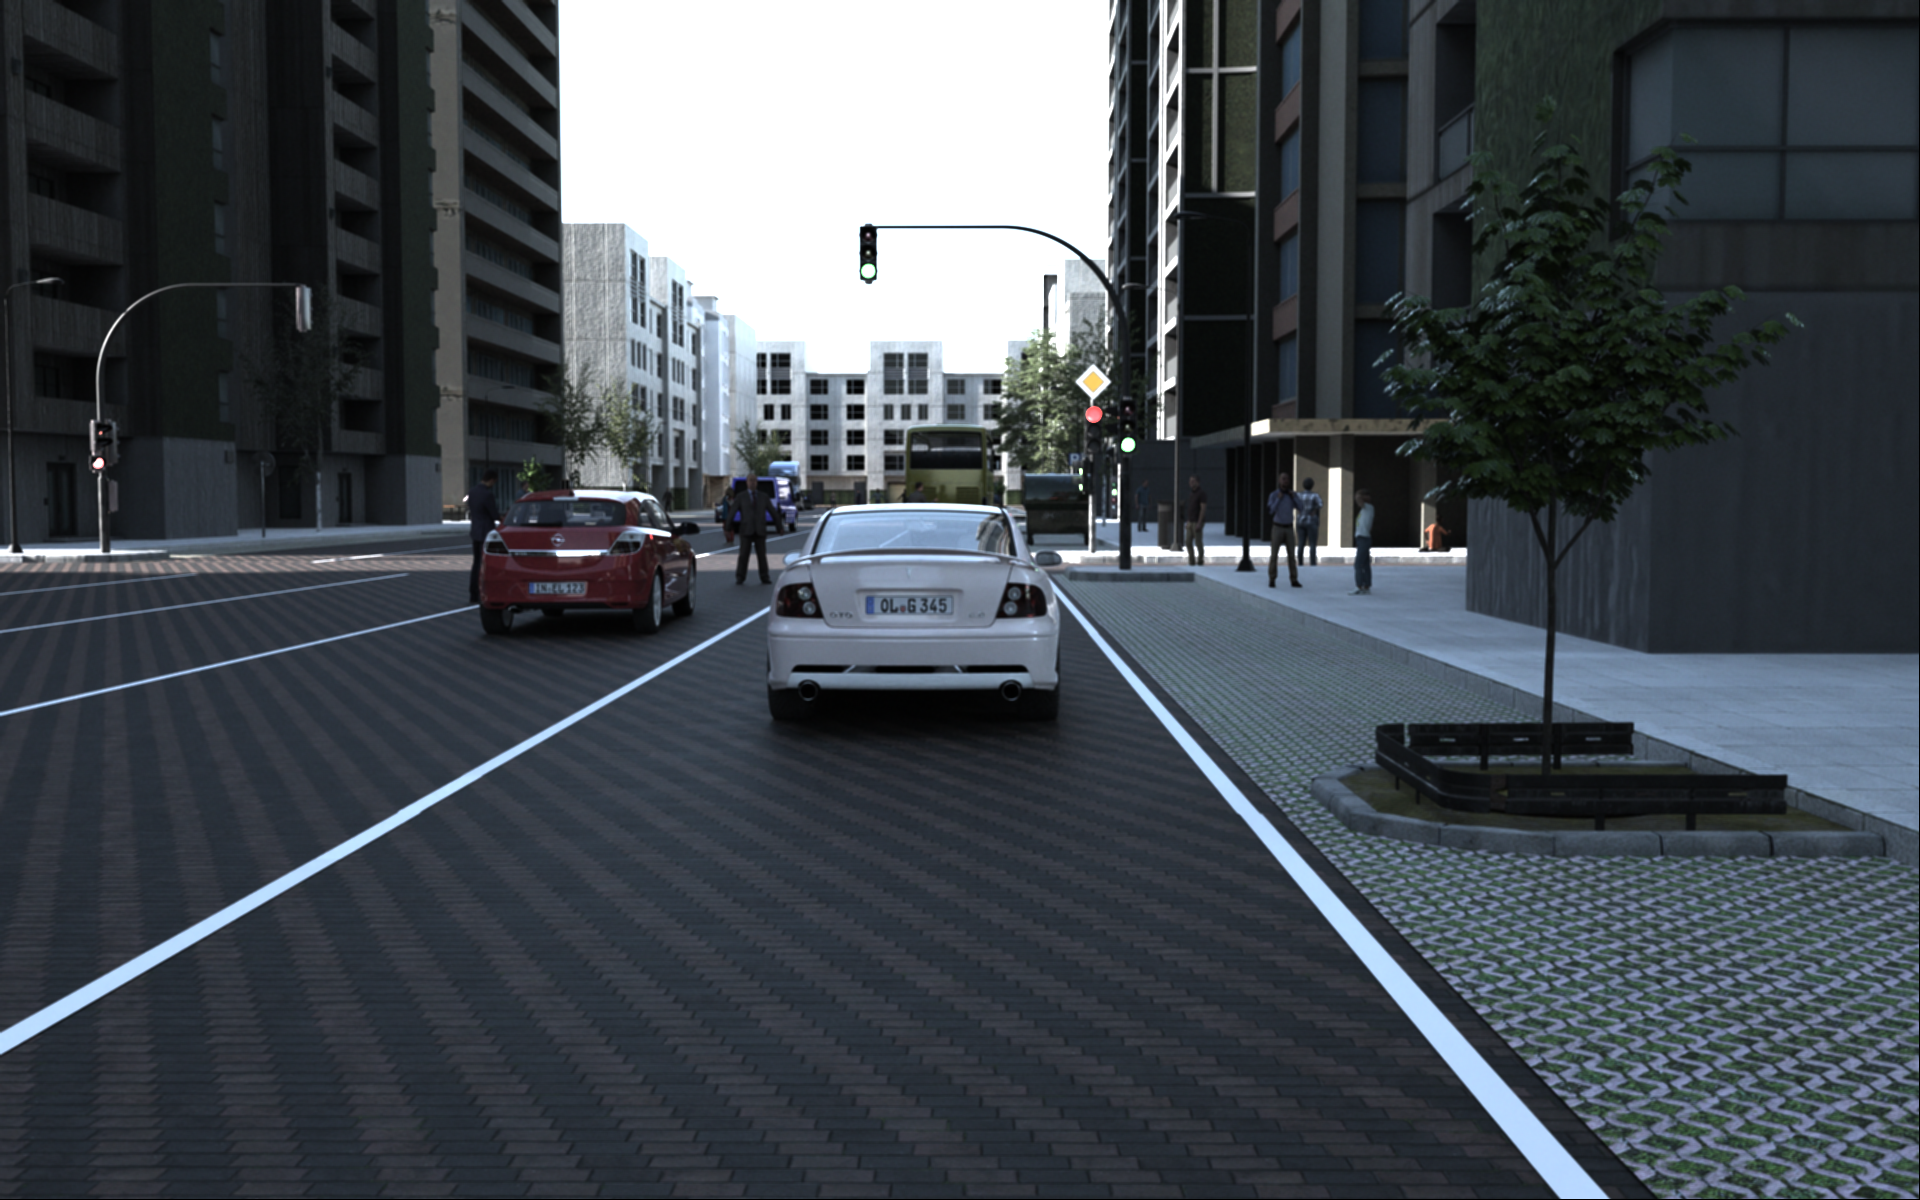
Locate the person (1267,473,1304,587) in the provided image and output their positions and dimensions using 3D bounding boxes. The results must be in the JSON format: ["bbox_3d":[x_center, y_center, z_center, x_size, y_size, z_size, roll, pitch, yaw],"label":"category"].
[{"bbox_3d":[4.480,-0.964,23.861,0.516,1.574,0.319,0,4,-2],"label":"person"}]

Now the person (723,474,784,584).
[{"bbox_3d":[-3.280,-1.137,27.648,0.990,1.755,0.434,-1,4,-15],"label":"person"}]

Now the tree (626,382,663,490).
[{"bbox_3d":[-20.648,-9.585,107.084,4.737,8.622,4.395,0,3,0],"label":"tree"}]

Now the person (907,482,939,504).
[{"bbox_3d":[-1.005,-2.331,47.149,0.750,1.759,0.617,-2,4,-35],"label":"person"}]

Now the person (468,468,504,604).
[{"bbox_3d":[-6.193,-0.844,22.753,0.683,1.767,0.568,3,4,38],"label":"person"}]

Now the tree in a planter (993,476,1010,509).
[{"bbox_3d":[3.843,-10.353,166.493,1.991,3.239,1.994,0,4,0],"label":"tree in a planter"}]

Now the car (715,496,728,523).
[{"bbox_3d":[-11.296,-4.557,87.088,1.945,1.354,3.894,0,4,-1],"label":"car"}]

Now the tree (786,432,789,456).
[{"bbox_3d":[-20.599,-14.628,189.526,4.737,8.622,4.395,0,3,0],"label":"tree"}]

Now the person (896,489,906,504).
[{"bbox_3d":[-4.070,-7.280,127.666,1.348,1.807,0.705,-2,4,-33],"label":"person"}]

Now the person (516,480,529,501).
[{"bbox_3d":[-11.856,-2.355,47.132,0.434,1.807,0.598,1,4,14],"label":"person"}]

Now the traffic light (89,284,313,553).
[{"bbox_3d":[-16.463,-3.845,37.531,4.771,5.953,1.251,0,4,0],"label":"traffic light"}]

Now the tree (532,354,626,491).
[{"bbox_3d":[-20.407,-8.654,91.862,4.737,8.622,4.395,0,3,0],"label":"tree"}]

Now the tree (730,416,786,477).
[{"bbox_3d":[-19.461,-13.037,163.513,4.737,8.622,4.395,0,3,0],"label":"tree"}]

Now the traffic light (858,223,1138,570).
[{"bbox_3d":[0.693,-3.339,29.258,4.771,5.953,1.251,0,4,0],"label":"traffic light"}]

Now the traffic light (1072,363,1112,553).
[{"bbox_3d":[2.845,-2.963,37.369,0.839,4.253,0.868,0,4,0],"label":"traffic light"}]

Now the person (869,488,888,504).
[{"bbox_3d":[-5.511,-6.595,116.410,1.350,1.814,0.705,-1,4,-17],"label":"person"}]

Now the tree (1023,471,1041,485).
[{"bbox_3d":[6.386,-9.518,150.222,1.663,3.219,1.824,0,3,0],"label":"tree"}]

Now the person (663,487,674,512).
[{"bbox_3d":[-20.640,-7.095,122.596,0.990,1.755,0.434,2,4,31],"label":"person"}]

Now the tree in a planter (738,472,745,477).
[{"bbox_3d":[-17.510,-8.727,139.908,1.991,3.239,1.994,0,4,0],"label":"tree in a planter"}]

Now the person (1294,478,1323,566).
[{"bbox_3d":[6.471,-1.412,32.315,0.376,1.734,0.841,-3,5,-41],"label":"person"}]

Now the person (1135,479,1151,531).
[{"bbox_3d":[6.321,-3.268,59.600,0.598,1.807,0.434,-1,4,-15],"label":"person"}]

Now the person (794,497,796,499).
[{"bbox_3d":[-13.147,-7.786,135.677,0.709,1.838,0.599,-3,5,-44],"label":"person"}]

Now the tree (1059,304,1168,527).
[{"bbox_3d":[5.911,-7.201,68.103,4.737,8.622,4.395,0,3,0],"label":"tree"}]

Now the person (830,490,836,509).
[{"bbox_3d":[-11.605,-9.099,157.791,0.617,1.759,0.750,-1,4,-22],"label":"person"}]

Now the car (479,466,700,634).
[{"bbox_3d":[-4.028,-0.624,19.239,2.155,1.783,4.494,0,4,-1],"label":"car"}]

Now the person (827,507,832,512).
[{"bbox_3d":[-5.489,-3.621,75.633,0.695,0.859,0.347,1,4,15],"label":"person"}]

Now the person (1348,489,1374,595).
[{"bbox_3d":[5.137,-0.749,22.204,0.340,1.345,0.435,0,4,8],"label":"person"}]

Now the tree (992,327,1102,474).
[{"bbox_3d":[5.801,-12.220,117.930,7.486,12.596,7.792,0,3,0],"label":"tree"}]

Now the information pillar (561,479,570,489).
[{"bbox_3d":[-19.807,-5.045,86.981,0.304,2.012,0.304,3,4,36],"label":"information pillar"}]

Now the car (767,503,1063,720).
[{"bbox_3d":[-0.281,-0.001,12.376,2.083,1.381,4.827,0,4,0],"label":"car"}]

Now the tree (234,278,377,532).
[{"bbox_3d":[-21.881,-6.595,58.197,4.360,8.622,3.978,0,3,0],"label":"tree"}]

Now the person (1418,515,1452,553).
[{"bbox_3d":[10.596,-1.465,38.283,0.655,0.850,0.859,-2,4,-32],"label":"person"}]

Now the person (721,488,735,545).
[{"bbox_3d":[-6.530,-2.353,48.676,0.444,1.614,0.593,0,4,4],"label":"person"}]

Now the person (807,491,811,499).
[{"bbox_3d":[-14.265,-9.445,163.840,0.530,1.710,0.541,-2,4,-35],"label":"person"}]

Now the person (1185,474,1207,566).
[{"bbox_3d":[4.436,-1.482,32.853,0.434,1.807,0.598,0,4,-6],"label":"person"}]

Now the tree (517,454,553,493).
[{"bbox_3d":[-20.387,-5.433,83.434,1.663,3.219,1.824,0,3,0],"label":"tree"}]

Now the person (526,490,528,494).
[{"bbox_3d":[-17.565,-3.760,70.501,0.750,1.759,0.617,3,5,40],"label":"person"}]

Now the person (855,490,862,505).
[{"bbox_3d":[-7.752,-7.509,131.720,0.568,1.767,0.683,-3,4,-36],"label":"person"}]

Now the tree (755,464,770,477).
[{"bbox_3d":[-19.629,-11.798,176.605,4.285,4.588,4.351,0,3,0],"label":"tree"}]
